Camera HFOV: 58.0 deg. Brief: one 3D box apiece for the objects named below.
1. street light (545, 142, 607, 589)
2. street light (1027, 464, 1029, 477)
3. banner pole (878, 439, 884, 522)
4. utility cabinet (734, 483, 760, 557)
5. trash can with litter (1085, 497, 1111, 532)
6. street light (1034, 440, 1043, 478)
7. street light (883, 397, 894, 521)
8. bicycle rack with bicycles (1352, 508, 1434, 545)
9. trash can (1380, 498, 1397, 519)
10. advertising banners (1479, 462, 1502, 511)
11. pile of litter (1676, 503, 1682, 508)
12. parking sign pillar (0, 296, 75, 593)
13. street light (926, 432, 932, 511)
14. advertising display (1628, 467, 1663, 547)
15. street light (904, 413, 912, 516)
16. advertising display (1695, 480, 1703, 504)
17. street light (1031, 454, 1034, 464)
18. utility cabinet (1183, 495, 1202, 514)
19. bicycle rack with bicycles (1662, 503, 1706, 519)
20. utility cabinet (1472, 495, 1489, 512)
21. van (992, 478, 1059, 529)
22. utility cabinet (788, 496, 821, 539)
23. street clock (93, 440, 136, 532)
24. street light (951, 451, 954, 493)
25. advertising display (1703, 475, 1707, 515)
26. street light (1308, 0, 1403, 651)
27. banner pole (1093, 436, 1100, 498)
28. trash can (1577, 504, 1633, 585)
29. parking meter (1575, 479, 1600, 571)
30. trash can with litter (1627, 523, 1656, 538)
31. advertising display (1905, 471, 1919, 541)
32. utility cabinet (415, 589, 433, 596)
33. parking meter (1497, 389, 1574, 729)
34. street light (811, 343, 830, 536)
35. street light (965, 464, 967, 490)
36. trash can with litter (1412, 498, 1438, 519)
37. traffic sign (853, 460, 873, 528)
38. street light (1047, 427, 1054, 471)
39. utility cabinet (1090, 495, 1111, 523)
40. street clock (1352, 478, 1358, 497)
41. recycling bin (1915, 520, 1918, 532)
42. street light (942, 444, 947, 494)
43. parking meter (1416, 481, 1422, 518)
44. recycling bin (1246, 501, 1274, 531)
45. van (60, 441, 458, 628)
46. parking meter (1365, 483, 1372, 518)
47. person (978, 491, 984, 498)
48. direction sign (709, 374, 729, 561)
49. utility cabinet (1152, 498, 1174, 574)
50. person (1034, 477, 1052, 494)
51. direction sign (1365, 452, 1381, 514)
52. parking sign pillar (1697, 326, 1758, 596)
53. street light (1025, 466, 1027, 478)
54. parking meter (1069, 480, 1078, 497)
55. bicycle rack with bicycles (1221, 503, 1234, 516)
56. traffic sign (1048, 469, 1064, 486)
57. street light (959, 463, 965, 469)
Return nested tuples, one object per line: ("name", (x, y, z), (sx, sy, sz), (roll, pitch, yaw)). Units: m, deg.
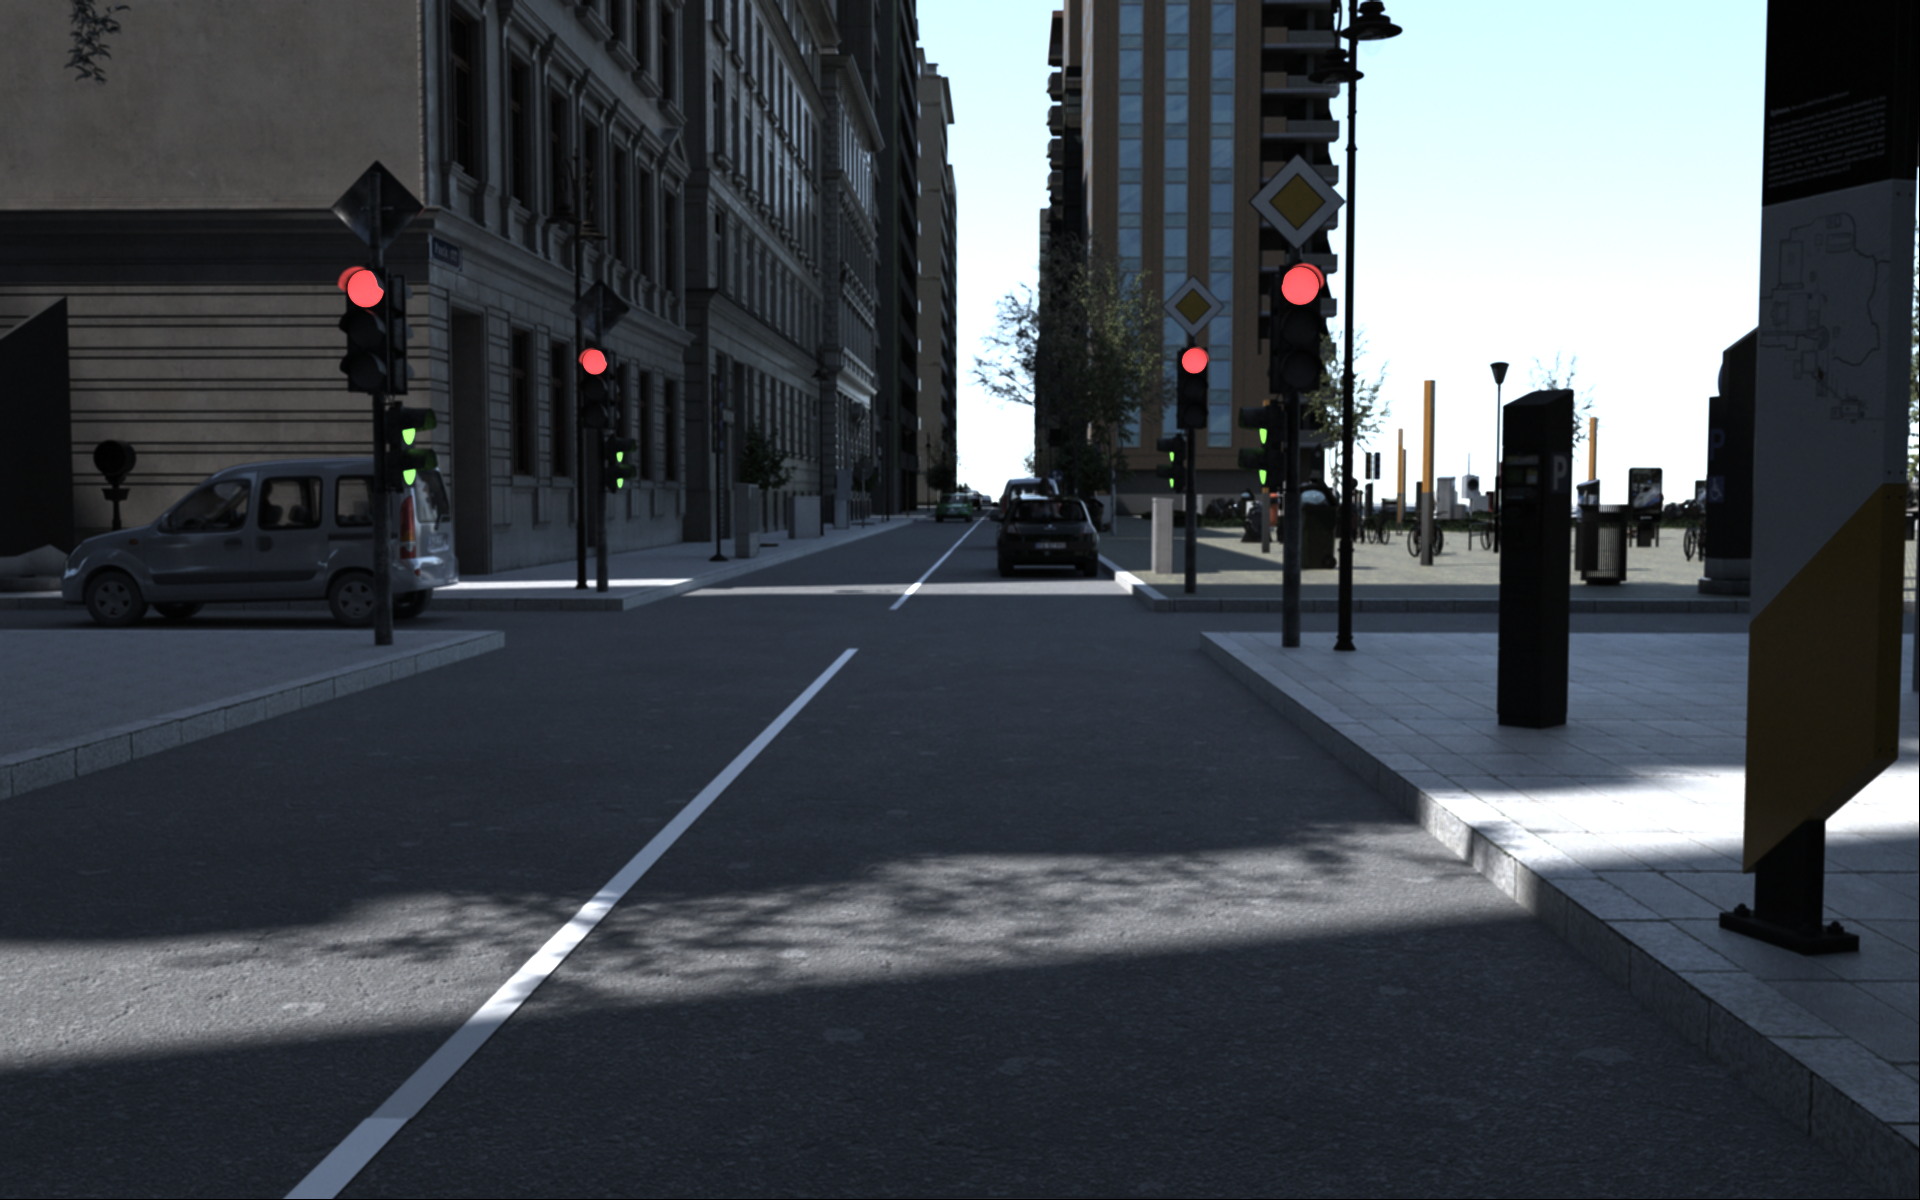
("street light", (-5.118, -3.087, 23.265), (0.468, 5.910, 1.993), (0, 4, 2))
("street light", (8.161, -13.696, 196.715), (0.468, 5.910, 1.993), (0, 4, 2))
("banner pole", (-3.551, -5.381, 77.998), (0.401, 3.779, 0.863), (1, 4, 17))
("utility cabinet", (-4.296, -1.614, 35.060), (0.318, 1.500, 1.173), (0, 4, 3))
("trash can with litter", (4.715, -2.894, 58.699), (1.055, 1.170, 0.624), (-3, 4, -39))
("street light", (6.655, -10.465, 143.891), (0.468, 5.910, 1.993), (0, 4, 2))
("street light", (-3.446, -6.714, 82.565), (0.468, 5.910, 1.993), (0, 4, 2))
("bicycle rack with bicycles", (11.231, -1.931, 44.958), (2.852, 0.926, 2.925), (1, 4, 16))
("trash can", (15.640, -3.137, 62.945), (0.748, 1.137, 0.748), (0, 3, 0))
("advertising banners", (28.872, -6.007, 94.406), (2.074, 3.025, 0.090), (3, 4, 37))
("pile of litter", (36.949, -4.582, 88.881), (1.719, 0.858, 1.176), (3, 5, 42))
("parking sign pillar", (-12.593, -2.121, 23.147), (1.447, 3.967, 1.447), (2, 4, 27))
("street light", (-2.341, -9.544, 128.825), (0.468, 5.910, 1.993), (0, 4, 2))
("advertising display", (16.606, -2.250, 41.996), (0.974, 1.923, 0.123), (-1, 4, -23))
("street light", (-3.003, -7.744, 99.407), (0.468, 5.910, 1.993), (0, 4, 2))
("advertising display", (34.163, -4.566, 79.869), (0.974, 1.923, 0.123), (-3, 5, -41))
("street light", (7.564, -12.264, 173.303), (0.468, 5.910, 1.993), (0, 4, 2))
("utility cabinet", (13.093, -5.272, 97.356), (1.020, 1.237, 0.306), (0, 4, -1))
("bicycle rack with bicycles", (27.903, -3.312, 67.535), (2.852, 0.926, 2.925), (2, 4, 32))
("utility cabinet", (27.244, -4.876, 90.885), (1.020, 1.237, 0.306), (-1, 4, -19))
("van", (1.847, -2.377, 45.881), (2.013, 2.044, 4.112), (0, 4, 1))
("utility cabinet", (-4.475, -2.360, 49.749), (0.306, 1.237, 1.020), (3, 5, 43))
("street clock", (-11.347, -1.145, 23.299), (0.471, 2.002, 0.358), (0, 4, 5))
("street light", (-0.823, -12.840, 182.716), (0.468, 5.910, 1.993), (0, 4, 2))
("advertising display", (23.651, -2.990, 54.105), (0.123, 1.923, 0.974), (-1, 4, -13))
("street light", (3.166, -2.525, 14.076), (0.468, 5.910, 1.993), (0, 4, 2))
("banner pole", (5.697, -5.031, 72.266), (0.401, 3.779, 0.863), (-1, 4, -18))
("trash can", (9.107, -0.785, 24.483), (0.748, 1.137, 0.748), (0, 3, 0))
("parking meter", (10.495, -1.257, 28.971), (0.372, 1.533, 0.369), (0, 3, 0))
("trash can with litter", (19.541, -2.353, 49.865), (0.624, 1.170, 1.055), (-3, 4, -39))
("advertising display", (26.224, -2.608, 47.858), (0.123, 1.923, 0.974), (-1, 4, -13))
("utility cabinet", (-7.210, -0.664, 22.023), (1.020, 1.237, 0.306), (1, 4, 21))
("parking meter", (3.181, -0.237, 9.582), (0.399, 1.863, 0.255), (-3, 5, -45))
("street light", (-4.258, -4.912, 53.092), (0.468, 5.910, 1.993), (0, 4, 2))
("street light", (0.802, -16.438, 241.544), (0.468, 5.910, 1.993), (0, 4, 2))
("trash can with litter", (18.967, -3.638, 70.872), (1.055, 1.170, 0.624), (-1, 4, -17))
("traffic sign", (-3.658, -3.989, 65.329), (0.768, 2.556, 0.104), (0, 4, 3))
("street light", (5.949, -8.630, 113.883), (0.468, 5.910, 1.993), (0, 4, 2))
("utility cabinet", (6.307, -4.038, 77.182), (1.020, 1.237, 0.306), (-2, 4, -24))
("street clock", (17.612, -4.477, 77.774), (0.358, 2.002, 0.471), (-3, 5, -41))
("recycling bin", (32.690, -2.868, 59.448), (0.722, 1.027, 0.722), (3, 5, 42))
("street light", (-1.425, -11.363, 158.568), (0.468, 5.910, 1.993), (0, 4, 2))
("parking meter", (21.055, -4.505, 79.374), (0.255, 1.863, 0.399), (2, 4, 28))
("recycling bin", (10.393, -2.897, 59.917), (0.722, 1.027, 0.722), (-2, 4, -26))
("van", (-7.797, -0.753, 19.326), (4.112, 2.044, 2.013), (0, 4, 1))
("parking meter", (21.648, -5.267, 91.823), (0.255, 1.863, 0.399), (-1, 4, -15))
("person", (2.341, -12.932, 219.956), (1.348, 1.821, 0.705), (1, 4, 12))
("direction sign", (-4.625, -2.513, 33.086), (0.379, 3.537, 0.876), (0, 4, 4))
("utility cabinet", (3.321, -1.052, 28.368), (0.306, 1.237, 1.020), (0, 4, 3))
("person", (1.977, -1.941, 40.238), (0.555, 1.821, 0.388), (0, 4, -1))
("direction sign", (22.241, -6.199, 93.348), (0.876, 3.537, 0.379), (-1, 4, -14))
("parking sign pillar", (10.321, -2.067, 22.271), (1.447, 3.967, 1.447), (-1, 4, -10))
("street light", (8.910, -15.495, 226.131), (0.468, 5.910, 1.993), (0, 4, 2))
("parking meter", (4.750, -4.086, 72.510), (0.255, 1.863, 0.399), (2, 4, 30))
("bicycle rack with bicycles", (12.231, -3.708, 74.014), (2.852, 0.926, 2.925), (1, 4, 11))
("traffic sign", (4.867, -5.364, 87.807), (0.768, 2.556, 0.104), (0, 4, 4))
("street light", (0.017, -14.639, 212.129), (0.468, 5.910, 1.993), (0, 4, 2))
